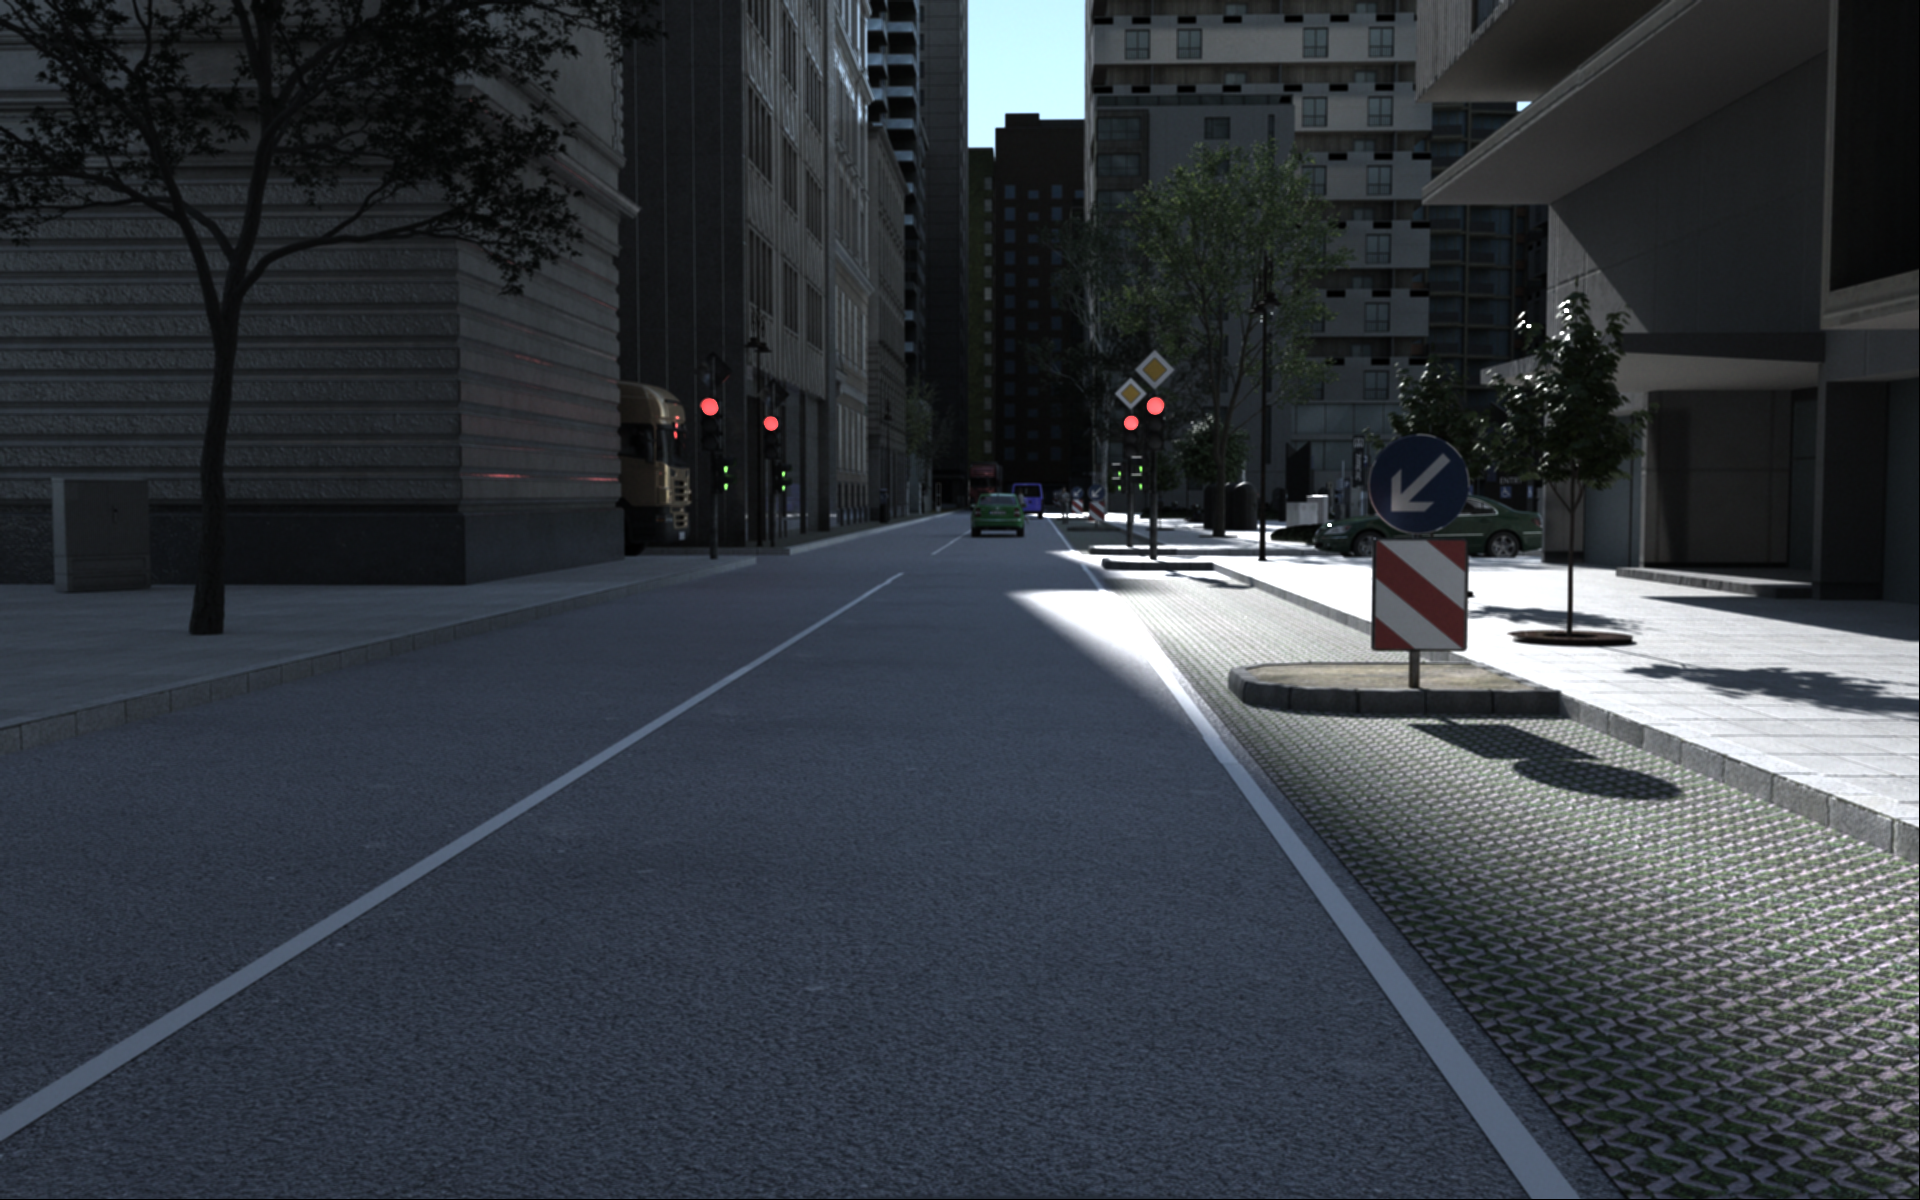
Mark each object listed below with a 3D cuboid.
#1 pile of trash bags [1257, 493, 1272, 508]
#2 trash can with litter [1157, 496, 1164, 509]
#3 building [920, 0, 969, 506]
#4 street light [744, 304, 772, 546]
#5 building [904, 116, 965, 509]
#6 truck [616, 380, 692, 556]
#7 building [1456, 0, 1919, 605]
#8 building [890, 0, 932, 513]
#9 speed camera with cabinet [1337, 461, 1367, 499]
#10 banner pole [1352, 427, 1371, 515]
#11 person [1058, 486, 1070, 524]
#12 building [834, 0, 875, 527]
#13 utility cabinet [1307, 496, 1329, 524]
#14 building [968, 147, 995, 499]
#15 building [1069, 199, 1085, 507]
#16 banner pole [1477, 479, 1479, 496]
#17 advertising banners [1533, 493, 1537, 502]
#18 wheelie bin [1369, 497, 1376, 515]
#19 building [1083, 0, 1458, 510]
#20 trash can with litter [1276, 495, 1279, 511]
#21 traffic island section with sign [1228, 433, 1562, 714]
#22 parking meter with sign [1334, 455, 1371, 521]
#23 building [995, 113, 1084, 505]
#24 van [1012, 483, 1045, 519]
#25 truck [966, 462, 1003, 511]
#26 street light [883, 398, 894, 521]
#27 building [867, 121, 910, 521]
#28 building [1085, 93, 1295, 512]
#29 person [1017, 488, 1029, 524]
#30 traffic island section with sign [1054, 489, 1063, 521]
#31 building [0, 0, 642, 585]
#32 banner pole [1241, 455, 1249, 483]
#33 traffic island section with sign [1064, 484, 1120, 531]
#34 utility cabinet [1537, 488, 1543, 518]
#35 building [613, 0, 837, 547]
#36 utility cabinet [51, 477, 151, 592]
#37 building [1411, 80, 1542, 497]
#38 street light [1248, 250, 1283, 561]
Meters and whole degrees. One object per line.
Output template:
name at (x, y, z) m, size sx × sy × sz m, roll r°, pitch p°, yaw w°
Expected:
pile of trash bags at (20.124, -6.331, 113.268) m, size 1.912 × 1.369 × 3.447 m, roll -2°, pitch 4°, yaw -28°
trash can with litter at (11.630, -5.422, 100.033) m, size 0.624 × 1.170 × 1.055 m, roll -1°, pitch 4°, yaw -14°
building at (-9.722, -45.484, 181.918) m, size 20.611 × 71.187 × 20.563 m, roll 0°, pitch 4°, yaw 2°
street light at (-4.914, -4.253, 42.328) m, size 0.468 × 5.910 × 1.993 m, roll 0°, pitch 4°, yaw 2°
building at (-15.881, -28.649, 160.298) m, size 32.217 × 40.220 × 23.993 m, roll 0°, pitch 4°, yaw 2°
truck at (-10.955, -2.984, 37.702) m, size 11.283 × 4.237 × 2.839 m, roll 0°, pitch 4°, yaw 4°
building at (21.442, -26.231, 18.118) m, size 28.713 × 52.752 × 27.495 m, roll 0°, pitch 4°, yaw 2°
building at (-13.010, -50.069, 131.301) m, size 22.319 × 86.520 × 31.000 m, roll 0°, pitch 4°, yaw 2°
speed camera with cabinet at (23.350, -6.617, 102.524) m, size 2.038 × 3.252 × 0.660 m, roll 1°, pitch 4°, yaw 12°
banner pole at (14.959, -4.550, 64.413) m, size 0.863 × 3.779 × 0.401 m, roll -1°, pitch 4°, yaw -11°
person at (4.998, -4.562, 83.294) m, size 0.606 × 1.804 × 0.583 m, roll 1°, pitch 4°, yaw 10°
building at (-10.840, -17.451, 71.234) m, size 13.634 × 28.700 × 20.117 m, roll 0°, pitch 4°, yaw 2°
utility cabinet at (13.982, -3.463, 67.782) m, size 0.306 × 1.237 × 1.020 m, roll -2°, pitch 4°, yaw -26°
building at (-2.728, -32.039, 207.430) m, size 14.086 × 41.232 × 14.154 m, roll 0°, pitch 4°, yaw 2°
building at (17.842, -24.434, 171.193) m, size 14.160 × 30.474 × 14.107 m, roll 0°, pitch 4°, yaw 2°
banner pole at (30.502, -6.845, 101.940) m, size 0.401 × 3.779 × 0.863 m, roll 1°, pitch 4°, yaw 17°
advertising banners at (34.316, -6.403, 100.874) m, size 2.074 × 3.025 × 0.090 m, roll -1°, pitch 4°, yaw -15°
wheelie bin at (19.775, -4.549, 82.280) m, size 0.980 × 1.594 × 0.693 m, roll 2°, pitch 4°, yaw 25°
building at (24.469, -34.219, 148.712) m, size 28.713 × 52.752 × 27.495 m, roll 0°, pitch 4°, yaw 2°
trash can with litter at (18.004, -5.294, 97.620) m, size 1.678 × 1.210 × 2.233 m, roll 0°, pitch 4°, yaw 6°
traffic island section with sign at (2.939, -0.216, 12.160) m, size 1.989 × 1.847 × 2.006 m, roll 0°, pitch 4°, yaw 2°
parking meter with sign at (17.311, -4.910, 76.540) m, size 1.738 × 3.016 × 0.543 m, roll -2°, pitch 4°, yaw -33°
building at (11.406, -34.048, 206.796) m, size 14.200 × 45.320 × 14.600 m, roll 0°, pitch 4°, yaw 2°
van at (3.877, -5.901, 100.867) m, size 2.240 × 2.365 × 5.245 m, roll 0°, pitch 4°, yaw 2°
truck at (2.295, -10.077, 153.668) m, size 2.839 × 4.237 × 11.283 m, roll 0°, pitch 4°, yaw 4°
street light at (-3.417, -6.704, 82.404) m, size 0.468 × 5.910 × 1.993 m, roll 0°, pitch 4°, yaw 2°
building at (-8.105, -14.788, 90.930) m, size 9.793 × 20.994 × 18.267 m, roll 0°, pitch 4°, yaw 2°
building at (16.879, -21.848, 128.919) m, size 14.160 × 30.474 × 14.107 m, roll 0°, pitch 4°, yaw 2°
person at (2.836, -4.363, 80.592) m, size 0.760 × 1.731 × 0.466 m, roll 0°, pitch 4°, yaw -5°
traffic island section with sign at (6.230, -5.214, 93.875) m, size 1.989 × 1.847 × 2.006 m, roll 0°, pitch 4°, yaw 2°
building at (-15.980, -12.225, 28.750) m, size 19.941 × 23.489 × 11.050 m, roll 0°, pitch 4°, yaw 2°
banner pole at (17.763, -7.207, 107.853) m, size 0.863 × 3.779 × 0.401 m, roll -3°, pitch 5°, yaw -44°
traffic island section with sign at (5.144, -3.567, 66.942) m, size 1.989 × 1.847 × 2.006 m, roll 0°, pitch 4°, yaw 2°
utility cabinet at (20.831, -3.225, 61.404) m, size 0.318 × 1.500 × 1.173 m, roll 3°, pitch 5°, yaw 40°
building at (-10.795, -14.271, 51.348) m, size 12.078 × 24.808 × 19.932 m, roll 0°, pitch 4°, yaw 2°
utility cabinet at (-11.339, -0.870, 22.906) m, size 0.318 × 1.500 × 1.173 m, roll 2°, pitch 4°, yaw 31°
building at (43.555, -32.112, 179.662) m, size 28.867 × 44.769 × 22.147 m, roll 0°, pitch 4°, yaw 2°
street light at (5.807, -3.688, 33.089) m, size 0.468 × 5.910 × 1.993 m, roll 0°, pitch 4°, yaw 2°
